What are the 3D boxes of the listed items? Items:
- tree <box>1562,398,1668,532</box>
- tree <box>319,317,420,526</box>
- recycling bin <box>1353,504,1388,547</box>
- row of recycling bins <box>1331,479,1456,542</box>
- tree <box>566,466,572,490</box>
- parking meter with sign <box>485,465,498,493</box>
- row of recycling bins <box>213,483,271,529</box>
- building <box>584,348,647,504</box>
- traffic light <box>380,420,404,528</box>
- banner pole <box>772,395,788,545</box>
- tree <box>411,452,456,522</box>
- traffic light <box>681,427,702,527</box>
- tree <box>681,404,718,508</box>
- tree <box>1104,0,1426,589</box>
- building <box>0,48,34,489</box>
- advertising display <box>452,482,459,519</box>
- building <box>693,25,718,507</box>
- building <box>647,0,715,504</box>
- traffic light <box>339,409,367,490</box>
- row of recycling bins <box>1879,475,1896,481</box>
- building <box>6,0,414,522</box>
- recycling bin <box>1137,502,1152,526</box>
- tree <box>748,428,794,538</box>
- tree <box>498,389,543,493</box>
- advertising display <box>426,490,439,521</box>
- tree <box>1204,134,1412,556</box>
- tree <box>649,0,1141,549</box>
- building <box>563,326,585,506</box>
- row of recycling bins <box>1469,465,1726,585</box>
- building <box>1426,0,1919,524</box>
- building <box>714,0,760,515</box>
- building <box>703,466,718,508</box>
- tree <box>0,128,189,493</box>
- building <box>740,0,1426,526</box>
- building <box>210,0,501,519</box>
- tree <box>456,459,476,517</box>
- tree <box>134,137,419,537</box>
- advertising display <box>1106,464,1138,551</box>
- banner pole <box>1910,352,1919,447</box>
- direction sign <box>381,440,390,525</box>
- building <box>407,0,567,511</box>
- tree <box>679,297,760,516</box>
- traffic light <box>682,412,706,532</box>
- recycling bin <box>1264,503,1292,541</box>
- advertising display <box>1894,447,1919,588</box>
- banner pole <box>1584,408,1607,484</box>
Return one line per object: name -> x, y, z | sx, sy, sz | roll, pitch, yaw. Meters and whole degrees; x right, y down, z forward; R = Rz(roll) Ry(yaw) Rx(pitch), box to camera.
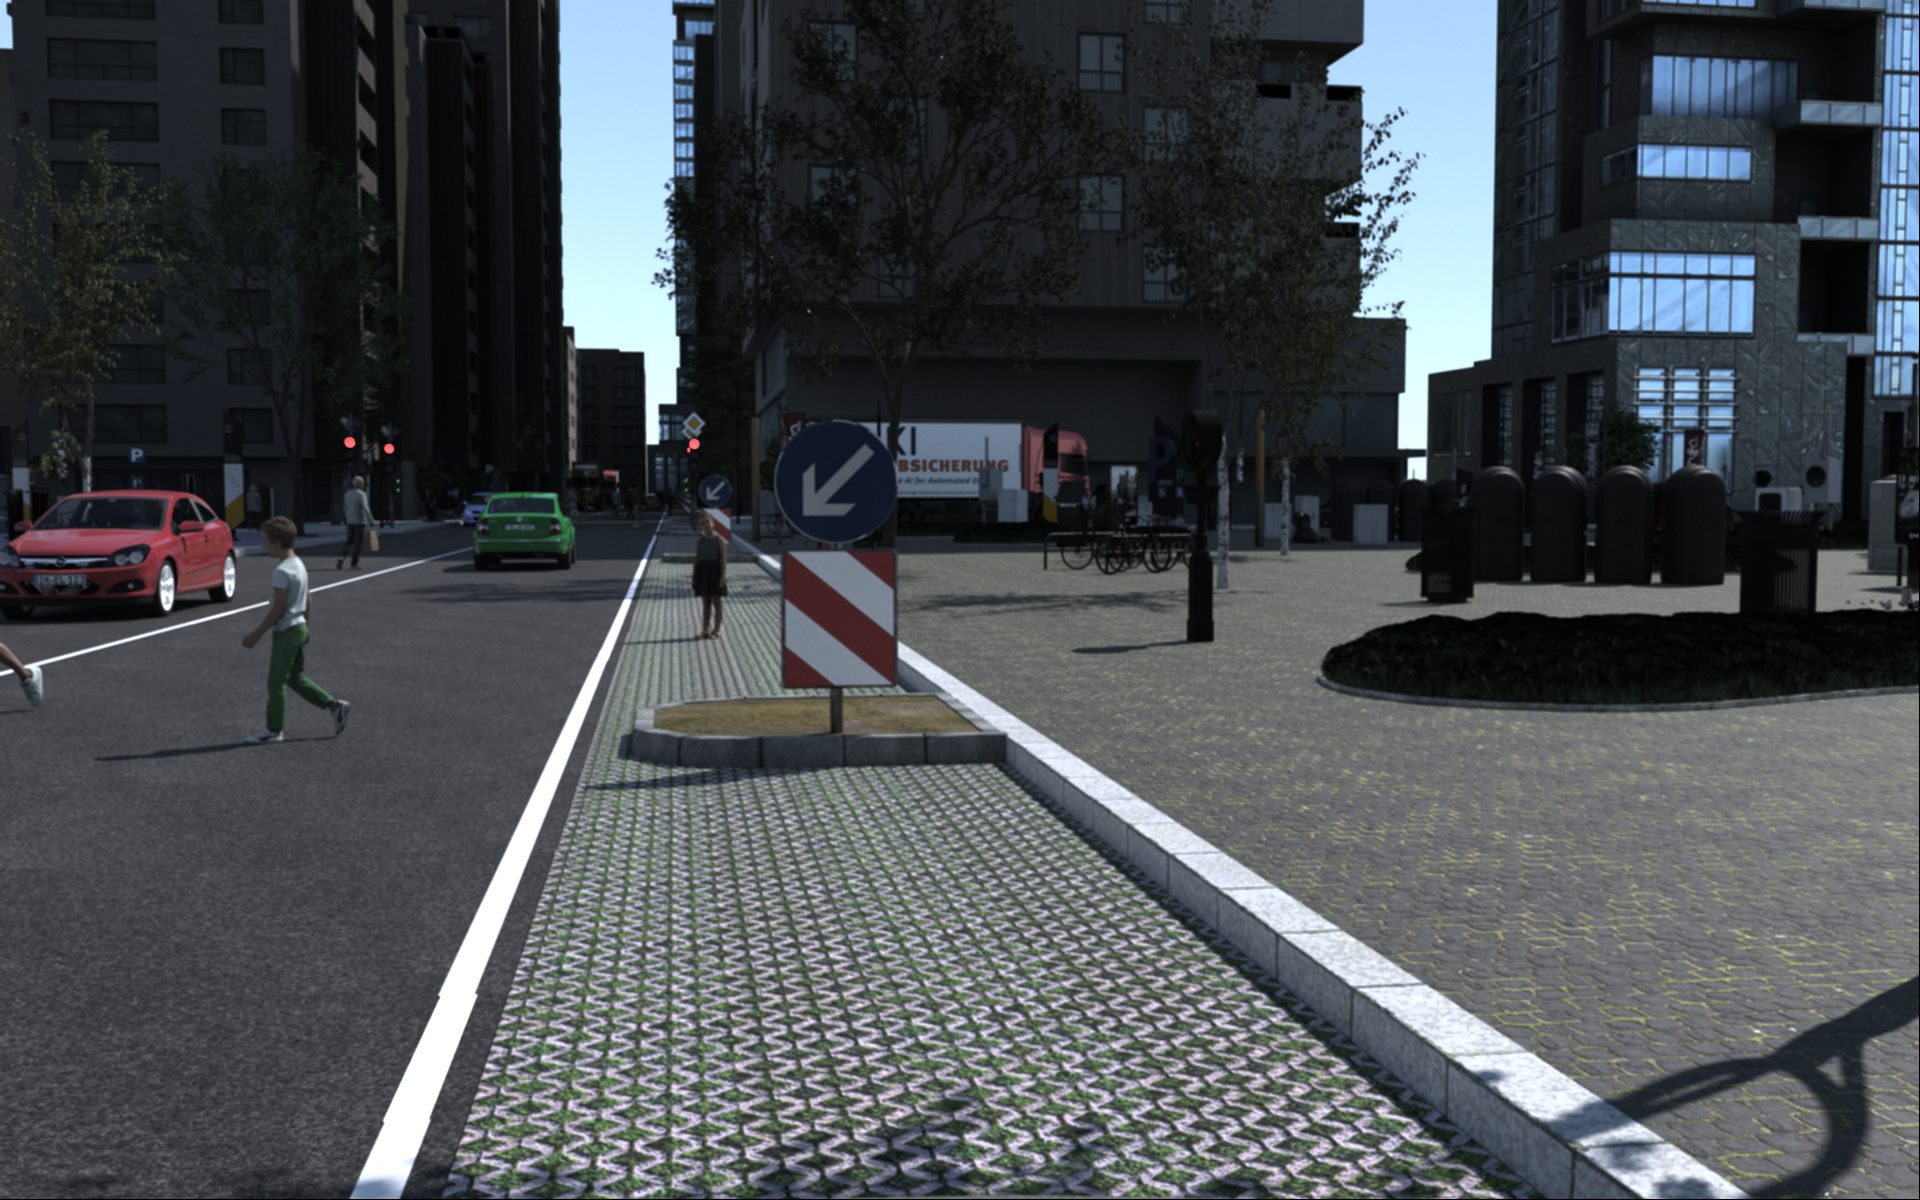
tree -> 22.389, -4.610, 59.089 | 4.285, 4.588, 4.351 | 0, 3, 0
tree -> -23.611, -7.250, 68.907 | 4.360, 8.622, 3.978 | 0, 3, 0
recycling bin -> 10.048, -1.827, 42.418 | 0.722, 1.027, 0.722 | 0, 4, 4
row of recycling bins -> 11.922, -2.451, 47.192 | 3.534, 1.692, 1.069 | 0, 4, 3
tree -> -42.343, -12.242, 183.869 | 4.285, 4.588, 4.351 | 0, 3, 0
parking meter with sign -> -27.901, -6.563, 103.567 | 0.543, 3.016, 1.738 | 0, 4, -1
row of recycling bins -> -27.059, -3.553, 65.203 | 3.534, 1.692, 1.069 | 3, 5, 43
building -> -57.198, -23.775, 233.760 | 28.899, 21.520, 27.650 | -1, 4, -9
traffic light -> -21.397, -4.664, 65.175 | 0.839, 4.253, 0.868 | -1, 4, -9
banner pole -> -4.446, -3.270, 43.481 | 0.401, 3.779, 0.863 | -2, 4, -26
tree -> -24.541, -5.230, 80.104 | 1.663, 3.219, 1.824 | 0, 3, 0
traffic light -> -10.387, -4.776, 67.008 | 0.839, 4.253, 0.868 | -1, 4, -9
tree -> -19.768, -11.387, 136.538 | 4.737, 8.622, 4.395 | 0, 3, 0
tree -> 3.673, -4.449, 23.104 | 4.360, 8.622, 3.978 | 0, 3, 0
building -> -105.551, -34.818, 192.979 | 21.600, 48.544, 21.300 | -1, 4, -9
advertising display -> -26.723, -5.227, 90.682 | 0.974, 1.923, 0.123 | -1, 4, -14
building -> -16.408, -33.912, 178.162 | 21.300, 48.544, 21.600 | -1, 4, -9
building -> -27.005, -56.424, 235.198 | 31.000, 86.520, 22.319 | -1, 4, -9
traffic light -> -20.092, -4.182, 57.297 | 0.839, 4.253, 0.868 | -1, 4, -9
row of recycling bins -> 21.253, -1.801, 36.562 | 3.534, 1.692, 1.069 | 2, 4, 24
building -> -33.560, -18.840, 79.737 | 14.160, 30.474, 14.107 | -1, 4, -9
recycling bin -> 5.602, -2.548, 54.213 | 0.722, 1.027, 0.722 | 0, 4, -5
tree -> -5.499, -3.450, 51.013 | 1.663, 3.219, 1.824 | 0, 3, 0
tree -> -31.697, -10.484, 121.768 | 4.737, 8.622, 4.395 | 0, 3, 0
advertising display -> -25.013, -4.702, 82.095 | 0.974, 1.923, 0.123 | 3, 5, 45
tree -> 7.018, -5.240, 36.034 | 4.737, 8.622, 4.395 | 0, 3, 0
tree -> -1.277, -5.789, 29.067 | 8.767, 10.594, 7.601 | 0, 4, 4
building -> -58.793, -21.599, 198.190 | 28.899, 21.520, 27.650 | -1, 4, -9
row of recycling bins -> 9.243, -1.110, 25.261 | 3.534, 1.692, 1.069 | 1, 4, 22
building -> 40.538, -47.094, 82.666 | 31.000, 86.520, 22.319 | -1, 4, -9
building -> -6.411, -35.369, 120.282 | 21.231, 58.520, 28.212 | -1, 4, -9
building -> -12.951, -43.923, 156.385 | 20.563, 71.187, 20.611 | -1, 4, -9
tree -> -17.560, -5.123, 34.123 | 4.737, 8.622, 4.395 | 0, 3, 0
building -> 3.357, -30.031, 80.241 | 27.495, 52.752, 28.713 | -1, 4, -9
building -> -36.524, -20.515, 107.120 | 14.160, 30.474, 14.107 | -1, 4, -9
tree -> -28.023, -6.231, 96.479 | 1.663, 3.219, 1.824 | 0, 3, 0
tree -> -20.101, -7.715, 51.893 | 9.928, 11.665, 9.643 | 0, 3, 0
advertising display -> 3.545, -1.997, 37.871 | 0.123, 1.923, 0.974 | 3, 5, 44
banner pole -> 17.003, -2.492, 30.765 | 0.863, 3.779, 0.401 | -3, 5, -41
direction sign -> -23.940, -4.908, 72.245 | 0.379, 3.537, 0.876 | 1, 4, 11
building -> -37.505, -27.325, 130.353 | 14.154, 41.232, 14.086 | -1, 4, -9
tree -> -12.642, -11.100, 99.608 | 7.486, 12.596, 7.792 | 0, 3, 0
traffic light -> -9.082, -4.294, 59.130 | 0.839, 4.253, 0.868 | -1, 4, -9
recycling bin -> 8.815, -2.175, 48.117 | 0.722, 1.027, 0.722 | 0, 4, 6
advertising display -> 13.105, -1.126, 23.617 | 0.123, 1.923, 0.974 | 0, 4, -5
banner pole -> 18.677, -3.720, 50.835 | 0.401, 3.779, 0.863 | -3, 4, -39
